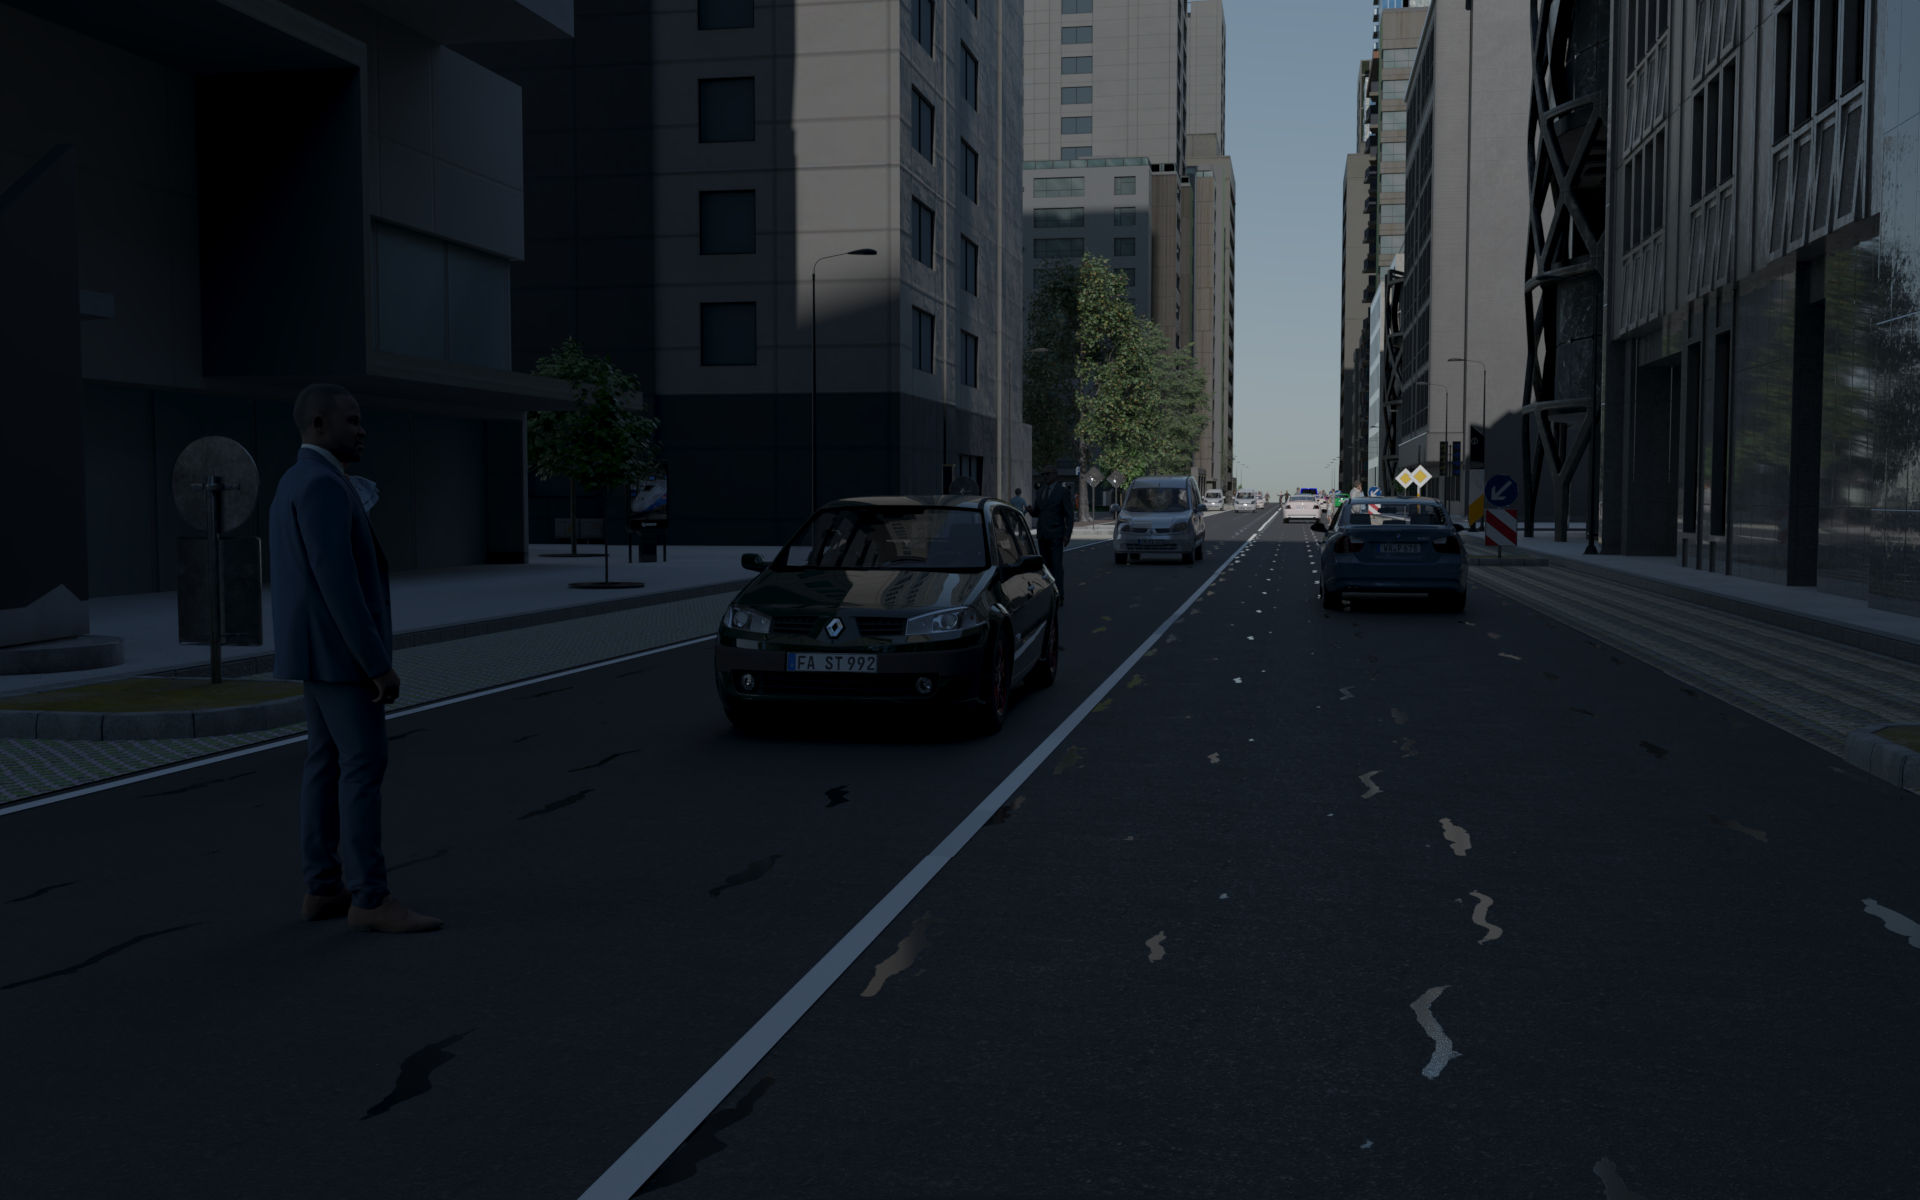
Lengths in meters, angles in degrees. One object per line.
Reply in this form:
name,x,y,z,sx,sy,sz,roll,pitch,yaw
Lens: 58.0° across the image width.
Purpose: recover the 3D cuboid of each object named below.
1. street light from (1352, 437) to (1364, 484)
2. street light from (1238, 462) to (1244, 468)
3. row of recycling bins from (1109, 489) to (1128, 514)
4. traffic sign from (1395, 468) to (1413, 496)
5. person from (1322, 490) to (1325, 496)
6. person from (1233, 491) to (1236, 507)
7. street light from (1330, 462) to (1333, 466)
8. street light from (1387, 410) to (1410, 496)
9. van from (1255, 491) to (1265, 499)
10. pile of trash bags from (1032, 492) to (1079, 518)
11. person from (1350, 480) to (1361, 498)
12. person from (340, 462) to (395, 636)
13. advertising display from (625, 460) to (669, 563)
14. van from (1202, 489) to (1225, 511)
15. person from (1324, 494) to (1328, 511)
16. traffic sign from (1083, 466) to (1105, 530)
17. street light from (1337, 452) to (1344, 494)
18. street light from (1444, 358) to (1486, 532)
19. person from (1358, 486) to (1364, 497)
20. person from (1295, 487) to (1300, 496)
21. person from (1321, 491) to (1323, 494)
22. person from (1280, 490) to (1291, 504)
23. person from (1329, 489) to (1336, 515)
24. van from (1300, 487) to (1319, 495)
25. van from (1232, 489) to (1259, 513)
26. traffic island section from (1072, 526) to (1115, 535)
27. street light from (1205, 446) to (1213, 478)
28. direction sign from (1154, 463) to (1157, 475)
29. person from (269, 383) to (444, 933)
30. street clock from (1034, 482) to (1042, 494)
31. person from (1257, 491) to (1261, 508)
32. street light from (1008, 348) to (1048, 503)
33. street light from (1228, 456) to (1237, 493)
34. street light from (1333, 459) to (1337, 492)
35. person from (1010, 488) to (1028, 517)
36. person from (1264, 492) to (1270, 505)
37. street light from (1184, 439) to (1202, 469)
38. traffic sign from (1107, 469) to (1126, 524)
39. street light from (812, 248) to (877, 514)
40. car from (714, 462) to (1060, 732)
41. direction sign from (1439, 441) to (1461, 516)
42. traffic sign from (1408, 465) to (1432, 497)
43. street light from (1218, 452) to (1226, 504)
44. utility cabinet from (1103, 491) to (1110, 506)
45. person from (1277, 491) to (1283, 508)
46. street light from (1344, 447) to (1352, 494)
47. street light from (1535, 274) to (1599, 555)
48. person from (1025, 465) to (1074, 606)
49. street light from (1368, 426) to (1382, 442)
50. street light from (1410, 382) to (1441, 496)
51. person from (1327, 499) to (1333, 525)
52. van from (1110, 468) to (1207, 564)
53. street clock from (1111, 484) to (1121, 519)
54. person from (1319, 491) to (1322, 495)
street light,34.395,-10.703,147.538,1.470,5.913,1.316,1,4,11
street light,43.922,-18.289,271.557,1.470,5.913,1.316,1,4,11
row of recycling bins,11.343,-6.430,112.238,3.534,1.692,1.069,2,4,26
traffic sign,17.306,-3.894,67.314,0.795,2.450,0.064,1,4,11
person,33.835,-9.352,161.391,0.705,1.826,1.348,0,4,-5
person,30.388,-11.193,191.520,0.705,1.822,1.348,1,4,16
street light,49.961,-15.693,229.113,1.470,5.913,1.316,1,4,11
street light,24.327,-7.529,95.642,1.470,5.913,1.316,1,4,11
van,35.811,-12.358,209.062,2.013,2.044,4.112,1,4,12
pile of trash bags,5.492,-5.141,93.800,1.912,1.369,3.447,-3,5,-45
person,11.719,-2.657,51.783,0.795,1.843,0.661,1,4,14
person,-3.408,-0.048,9.385,0.616,1.811,0.778,-3,4,-38
advertising display,-5.856,-1.665,32.434,0.123,1.923,0.974,3,4,38
van,21.791,-8.670,148.765,2.013,2.044,4.112,1,4,10
person,31.857,-8.488,150.499,0.599,1.433,0.991,3,4,36
traffic sign,4.754,-3.546,61.620,0.795,2.450,0.064,1,4,11
street light,43.004,-13.453,192.492,1.470,5.913,1.316,1,4,11
street light,17.315,-5.296,59.132,1.470,5.913,1.316,1,4,11
person,15.723,-3.635,68.197,0.793,1.790,0.793,0,4,7
person,18.916,-5.387,96.679,0.767,1.812,0.694,0,4,-2
person,43.044,-12.068,206.345,0.617,1.759,0.750,3,4,37
person,32.972,-10.167,174.758,1.348,1.821,0.705,1,4,22
person,25.472,-6.720,118.545,0.466,1.800,0.511,-1,4,-18
van,35.611,-10.558,177.007,2.240,2.365,5.245,1,4,10
van,21.770,-7.645,132.003,2.013,2.044,4.112,1,4,11
traffic island section,4.729,-2.410,61.686,2.009,0.180,2.903,1,4,11
street light,23.905,-11.968,168.209,1.470,5.913,1.316,1,4,11
direction sign,13.067,-7.580,115.928,0.379,3.537,0.876,1,4,16
person,-2.082,0.177,5.791,0.419,1.800,0.721,-3,5,-40
street clock,4.872,-6.342,108.255,0.471,2.002,0.358,3,4,39
person,30.796,-10.377,178.879,0.721,1.743,1.217,-1,4,-19
street light,2.112,-5.072,55.472,1.470,5.913,1.316,1,4,11
street light,35.197,-15.524,226.354,1.470,5.913,1.316,1,4,11
street light,47.629,-14.887,215.941,1.470,5.913,1.316,1,4,11
person,1.612,-2.321,48.255,0.589,1.601,0.330,1,4,10
person,40.467,-13.406,228.237,0.990,1.755,0.434,3,5,43
street light,19.384,-10.554,145.095,1.470,5.913,1.316,1,4,11
traffic sign,6.270,-4.026,69.461,0.795,2.450,0.064,1,4,11
street light,-2.254,-3.698,33.007,1.470,5.913,1.316,1,4,11
car,-0.360,-0.122,11.787,2.009,1.686,4.222,1,4,10
direction sign,20.991,-5.030,74.242,0.876,3.537,0.379,0,4,7
traffic sign,15.791,-3.415,59.474,0.795,2.450,0.064,1,4,11
street light,28.239,-13.342,190.680,1.470,5.913,1.316,1,4,11
utility cabinet,11.958,-8.002,139.507,0.318,1.500,1.173,3,4,39
person,32.921,-10.343,178.411,0.742,1.727,0.445,2,4,25
street light,38.758,-12.077,170.004,1.470,5.913,1.316,1,4,11
street light,12.863,-3.923,36.683,1.470,5.913,1.316,1,4,11
person,1.129,-0.830,22.240,0.661,1.801,0.590,3,4,39
street light,28.667,-8.905,118.132,1.470,5.913,1.316,1,4,11
street light,19.636,-6.081,71.965,1.470,5.913,1.316,1,4,11
person,17.029,-4.030,79.402,0.382,1.210,0.505,-1,4,-12
van,4.275,-1.826,36.859,2.013,2.044,4.112,1,4,12
street clock,7.921,-5.098,87.915,0.358,2.002,0.471,-2,4,-35
person,40.715,-11.430,196.054,0.621,1.740,0.551,2,4,35
